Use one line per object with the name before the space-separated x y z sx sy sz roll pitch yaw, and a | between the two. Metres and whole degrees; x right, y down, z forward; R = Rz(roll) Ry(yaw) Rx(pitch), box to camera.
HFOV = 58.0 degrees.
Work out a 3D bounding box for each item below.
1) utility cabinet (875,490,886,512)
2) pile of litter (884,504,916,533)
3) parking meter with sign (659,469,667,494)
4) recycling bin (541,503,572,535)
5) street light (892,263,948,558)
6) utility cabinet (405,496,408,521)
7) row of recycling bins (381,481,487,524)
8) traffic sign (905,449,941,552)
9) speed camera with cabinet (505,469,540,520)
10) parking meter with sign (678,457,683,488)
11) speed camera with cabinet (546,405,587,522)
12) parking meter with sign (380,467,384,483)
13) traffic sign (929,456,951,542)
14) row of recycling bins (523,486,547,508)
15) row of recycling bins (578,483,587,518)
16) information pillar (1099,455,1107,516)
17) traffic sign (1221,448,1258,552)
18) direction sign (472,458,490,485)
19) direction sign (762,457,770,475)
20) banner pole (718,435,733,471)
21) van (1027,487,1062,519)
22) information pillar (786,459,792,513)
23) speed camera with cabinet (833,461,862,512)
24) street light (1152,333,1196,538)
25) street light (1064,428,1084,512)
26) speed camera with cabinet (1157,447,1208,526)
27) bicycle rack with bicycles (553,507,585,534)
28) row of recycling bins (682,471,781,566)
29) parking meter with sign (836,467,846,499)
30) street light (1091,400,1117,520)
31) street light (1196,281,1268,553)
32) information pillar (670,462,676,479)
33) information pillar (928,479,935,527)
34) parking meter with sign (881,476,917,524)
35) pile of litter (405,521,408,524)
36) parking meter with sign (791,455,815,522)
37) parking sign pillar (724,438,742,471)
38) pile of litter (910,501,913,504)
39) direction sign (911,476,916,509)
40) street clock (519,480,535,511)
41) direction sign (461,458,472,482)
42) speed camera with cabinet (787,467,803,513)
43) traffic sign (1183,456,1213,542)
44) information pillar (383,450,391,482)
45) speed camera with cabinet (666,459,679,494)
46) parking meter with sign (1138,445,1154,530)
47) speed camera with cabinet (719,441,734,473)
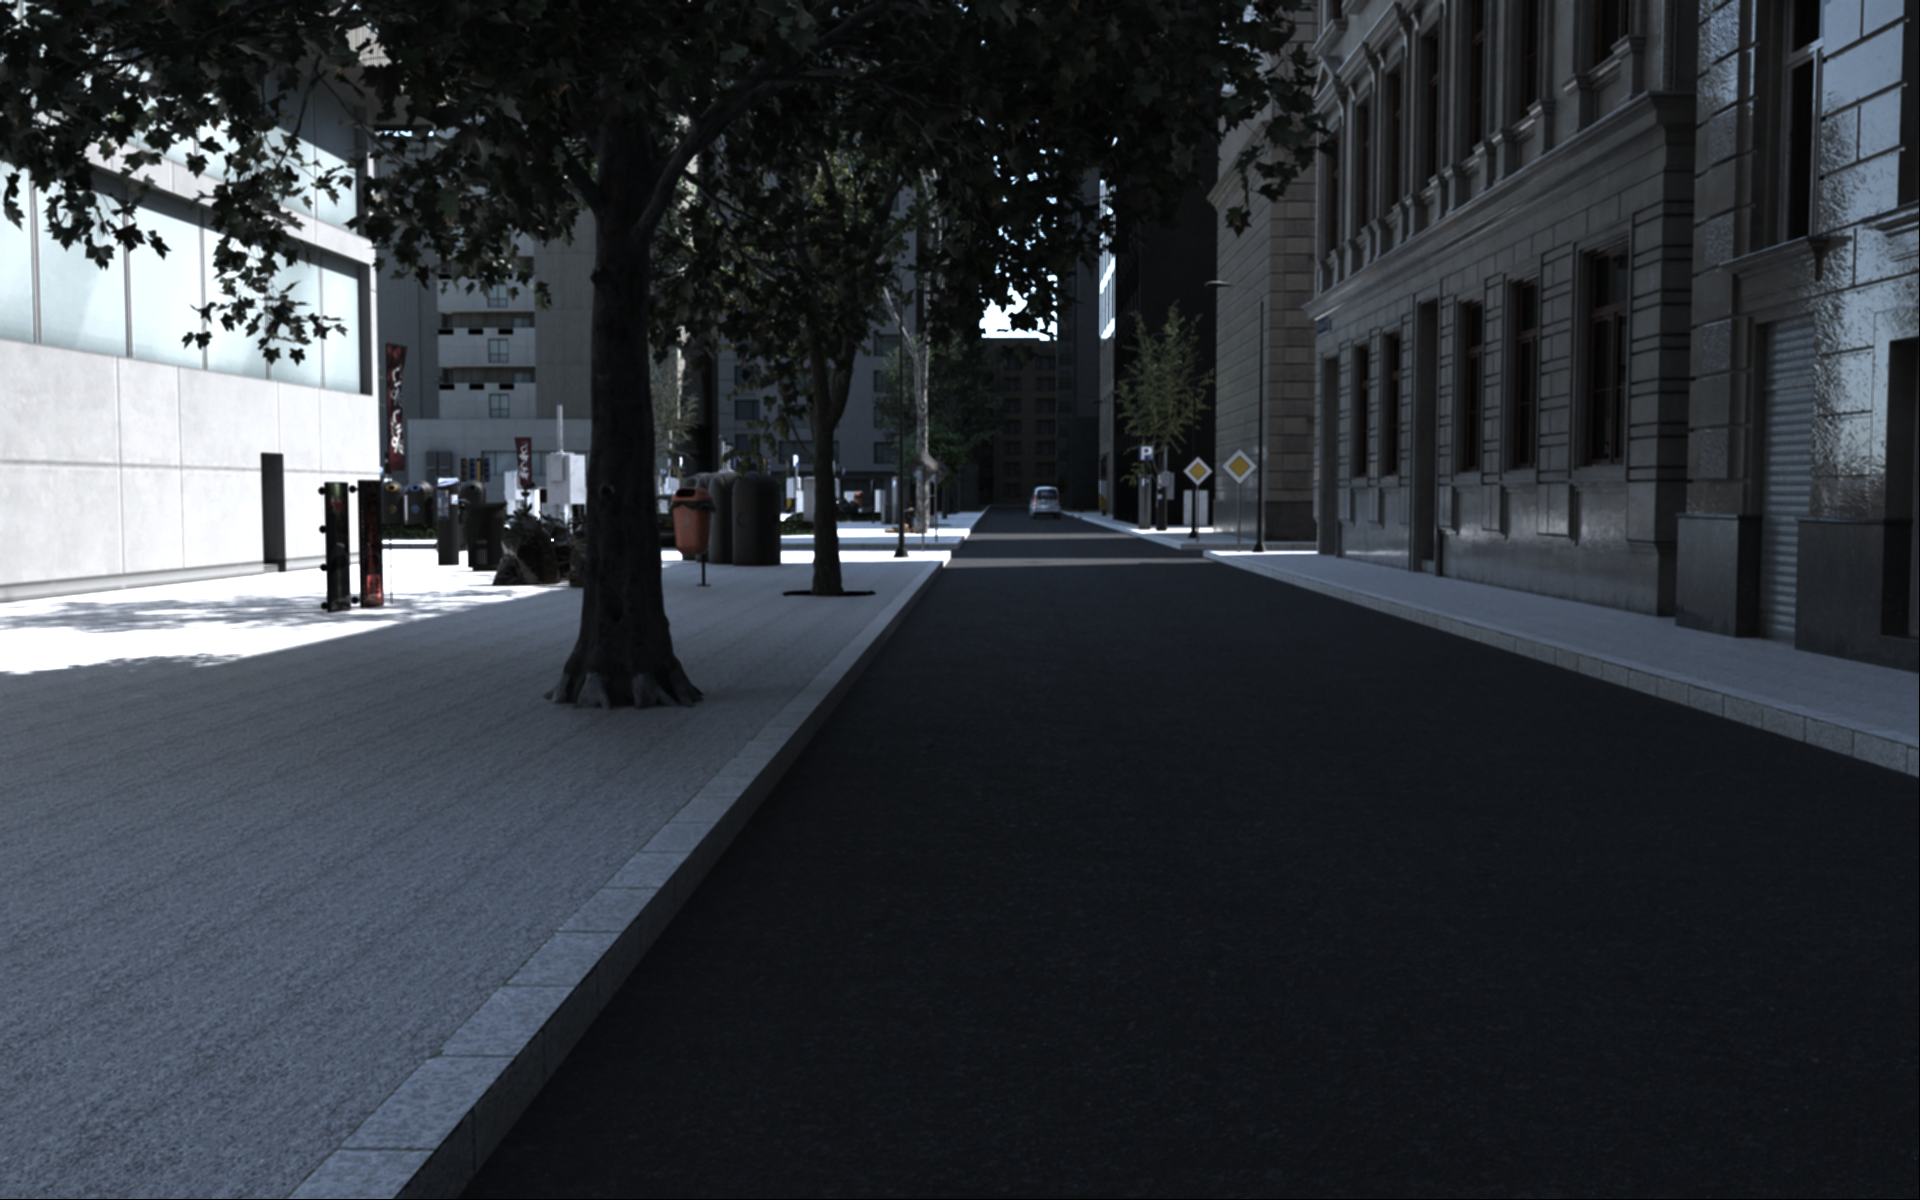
utility cabinet | -3.999 -4.791 87.019 0.318 1.500 1.173 -1 4 -16
pile of litter | -1.878 -2.633 57.011 1.176 0.858 1.719 -1 4 -16
parking meter with sign | -19.972 -7.461 118.246 0.543 3.016 1.738 -2 4 -30
recycling bin | -11.805 -2.334 50.722 0.722 1.027 0.722 0 4 5
street light | -0.642 -3.811 34.843 1.470 5.913 1.316 0 4 1
utility cabinet | -23.330 -3.872 74.472 1.020 1.237 0.306 0 4 -4
row of recycling bins | -16.240 -2.828 53.344 3.534 1.692 1.069 1 4 10
traffic sign | -0.815 -2.115 38.215 0.795 2.450 0.064 0 4 1
speed camera with cabinet | -16.963 -4.506 68.007 0.660 3.252 2.038 2 4 28
parking meter with sign | -12.197 -5.158 80.600 1.738 3.016 0.543 0 4 5
speed camera with cabinet | -8.192 -2.695 38.400 2.038 3.252 0.660 2 4 27
parking meter with sign | -36.431 -6.998 110.672 0.543 3.016 1.738 1 4 22
traffic sign | -0.630 -2.603 46.198 0.795 2.450 0.064 0 4 1
row of recycling bins | -26.757 -6.370 111.267 3.534 1.692 1.069 3 4 38
row of recycling bins | -13.831 -3.622 66.335 1.069 1.692 3.534 3 5 40
information pillar | 8.526 -6.839 103.167 0.504 3.616 0.183 -2 4 -30
traffic sign | 6.127 -2.103 38.034 0.795 2.450 0.064 0 4 1
direction sign | -30.212 -7.202 109.755 0.876 3.537 0.379 -3 5 -41
direction sign | -11.872 -6.990 106.289 0.379 3.537 0.876 2 4 25
banner pole | -10.056 -5.145 74.145 0.863 3.779 0.401 -2 4 -30
van | 4.951 -5.740 100.857 2.013 2.044 4.112 0 4 -1
information pillar | -11.370 -7.569 115.114 0.183 3.616 0.504 -3 5 -42
speed camera with cabinet | -6.895 -6.669 103.372 2.038 3.252 0.660 -1 4 -16
street light | 6.253 -4.751 50.227 1.470 5.913 1.316 0 4 1
street light | 7.970 -9.087 121.109 1.470 5.913 1.316 0 4 1
speed camera with cabinet | 9.044 -4.644 70.272 2.038 3.252 0.660 1 4 10
bicycle rack with bicycles | -10.028 -2.124 48.103 2.925 0.926 2.852 -1 4 -21
row of recycling bins | -4.337 -1.543 32.343 1.069 1.692 3.534 -2 4 -28
parking meter with sign | -8.319 -7.107 112.466 1.738 3.016 0.543 2 4 24
street light | 7.207 -6.937 85.963 1.470 5.913 1.316 0 4 1
street light | 6.058 -4.003 37.986 1.470 5.913 1.316 0 4 1
information pillar | -20.241 -7.992 122.027 0.504 3.616 0.183 1 4 10
information pillar | -1.185 -3.819 66.929 0.304 2.012 0.304 3 4 38
parking meter with sign | -2.538 -4.746 73.860 1.738 3.016 0.543 -2 4 -34
pile of litter | -20.053 -3.032 63.545 1.176 0.858 1.719 3 4 38
parking meter with sign | -6.526 -4.893 76.254 1.738 3.016 0.543 1 4 22
parking sign pillar | -10.886 -5.797 83.253 1.447 3.967 1.447 1 4 16
pile of litter | -2.875 -5.009 95.868 1.719 0.858 1.176 1 4 16
direction sign | -2.583 -6.541 98.941 0.379 3.537 0.876 2 4 24
street clock | -15.486 -3.498 61.762 0.358 2.002 0.471 1 4 13
direction sign | -31.231 -7.219 110.029 0.876 3.537 0.379 -2 4 -25
speed camera with cabinet | -8.780 -6.150 94.886 0.660 3.252 2.038 1 4 22
traffic sign | 6.312 -2.592 46.017 0.795 2.450 0.064 0 4 1
information pillar | -30.636 -6.198 92.696 0.183 3.616 0.504 2 4 25
speed camera with cabinet | -15.670 -6.230 96.193 0.660 3.252 2.038 -2 4 -34
parking meter with sign | 6.739 -4.078 62.943 0.543 3.016 1.738 0 4 5
speed camera with cabinet | -8.808 -4.282 64.352 0.660 3.252 2.038 1 4 10
